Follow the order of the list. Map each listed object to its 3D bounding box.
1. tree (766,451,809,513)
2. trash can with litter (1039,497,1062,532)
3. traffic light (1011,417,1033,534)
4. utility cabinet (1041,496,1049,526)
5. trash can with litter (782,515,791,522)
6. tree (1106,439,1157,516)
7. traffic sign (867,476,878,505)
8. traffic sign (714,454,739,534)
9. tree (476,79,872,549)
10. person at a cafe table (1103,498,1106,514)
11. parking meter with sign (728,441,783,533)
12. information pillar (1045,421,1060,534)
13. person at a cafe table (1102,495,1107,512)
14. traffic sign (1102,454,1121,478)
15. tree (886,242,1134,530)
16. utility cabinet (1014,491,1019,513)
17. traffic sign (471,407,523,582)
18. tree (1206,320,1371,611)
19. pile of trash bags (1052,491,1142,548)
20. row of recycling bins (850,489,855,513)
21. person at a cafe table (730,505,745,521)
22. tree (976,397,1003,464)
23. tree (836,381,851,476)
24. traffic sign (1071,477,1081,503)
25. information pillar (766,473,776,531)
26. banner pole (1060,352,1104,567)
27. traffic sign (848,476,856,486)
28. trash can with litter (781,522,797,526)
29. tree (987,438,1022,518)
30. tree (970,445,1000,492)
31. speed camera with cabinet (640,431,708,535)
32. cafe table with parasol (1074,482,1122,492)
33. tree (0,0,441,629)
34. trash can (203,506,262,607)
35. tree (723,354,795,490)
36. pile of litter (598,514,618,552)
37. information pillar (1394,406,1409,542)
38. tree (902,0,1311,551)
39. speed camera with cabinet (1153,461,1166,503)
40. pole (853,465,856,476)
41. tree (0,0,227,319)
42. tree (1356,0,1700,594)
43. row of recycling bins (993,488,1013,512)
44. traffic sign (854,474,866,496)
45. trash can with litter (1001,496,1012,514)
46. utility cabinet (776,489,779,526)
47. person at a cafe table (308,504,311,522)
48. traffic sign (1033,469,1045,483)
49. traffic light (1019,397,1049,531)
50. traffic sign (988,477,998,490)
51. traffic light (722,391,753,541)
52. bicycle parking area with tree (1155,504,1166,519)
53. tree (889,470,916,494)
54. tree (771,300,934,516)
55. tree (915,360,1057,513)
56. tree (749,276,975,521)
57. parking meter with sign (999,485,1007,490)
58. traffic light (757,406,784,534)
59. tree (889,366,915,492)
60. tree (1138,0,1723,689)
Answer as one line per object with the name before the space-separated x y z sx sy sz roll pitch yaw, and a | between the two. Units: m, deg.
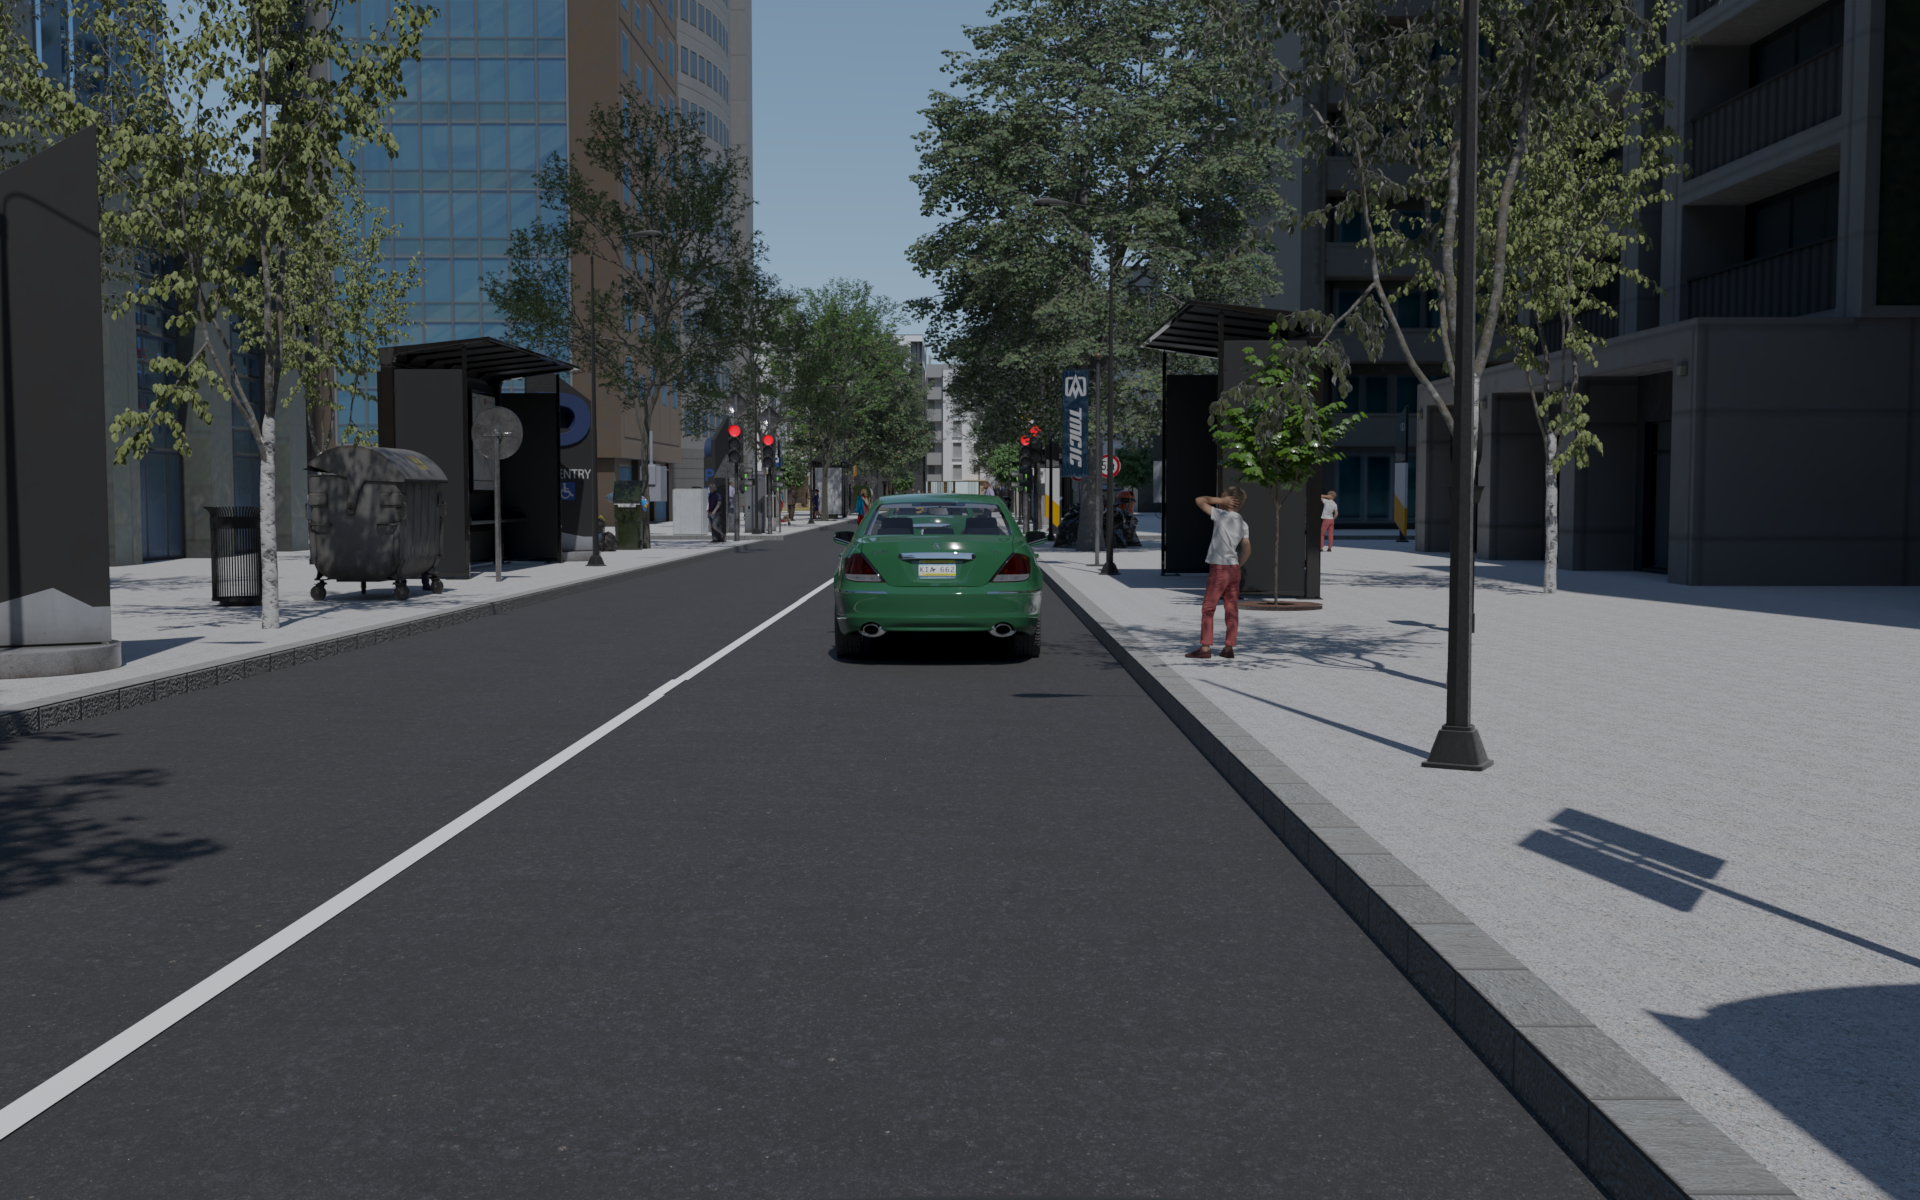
tree | -11.628 -8.211 117.957 4.285 4.588 4.351 0 3 0
trash can with litter | 3.562 -2.983 59.836 1.678 1.210 2.233 1 4 15
traffic light | 2.054 -4.039 54.966 0.839 4.253 0.868 0 4 0
utility cabinet | 3.632 -3.661 71.018 0.306 1.237 1.020 3 5 42
trash can with litter | -8.322 -4.181 79.749 1.055 1.170 0.624 -2 4 -25
tree | 10.105 -7.190 101.266 4.285 4.588 4.351 0 3 0
traffic sign | -6.258 -7.552 123.586 0.768 2.556 0.104 0 4 3
traffic sign | -7.578 -3.442 56.277 0.884 2.594 0.081 0 4 7
tree | -7.544 -6.463 40.075 8.767 10.594 7.601 1 4 21
person at a cafe table | 6.422 -4.732 85.887 1.622 1.524 1.698 1 4 10
parking meter with sign | -6.780 -3.729 57.222 1.738 3.016 0.543 0 4 0
information pillar | 2.962 -3.920 55.440 0.504 3.616 0.183 -1 4 -16
person at a cafe table | 6.456 -4.459 83.759 1.726 1.238 1.698 0 4 -6
traffic sign | 4.704 -3.353 54.934 0.768 2.556 0.104 0 4 8
tree | 2.561 -7.798 61.912 7.601 10.594 8.767 -3 4 -38
utility cabinet | 3.801 -6.464 114.359 0.318 1.500 1.173 0 4 8
traffic sign | -6.747 -1.538 25.246 0.768 2.556 0.104 0 4 4
tree | 3.510 -1.524 19.511 1.663 3.219 1.824 0 3 0
pile of trash bags | 3.619 -2.015 42.699 1.912 1.369 3.447 2 4 23
row of recycling bins | -7.524 -6.558 114.339 1.069 1.692 3.534 0 4 4
person at a cafe table | -10.258 -4.639 84.364 1.622 1.524 1.698 2 4 29
tree | 4.015 -13.586 147.890 9.928 11.665 9.643 0 3 0
tree | -6.441 -13.683 130.376 9.857 13.997 8.962 0 3 0
traffic sign | 4.749 -4.230 69.268 0.768 2.556 0.104 0 4 2
information pillar | -6.551 -3.393 59.973 0.304 2.012 0.304 1 4 13
banner pole | 2.210 -2.490 30.733 0.863 3.779 0.401 0 4 4
traffic sign | -7.516 -7.357 120.386 0.768 2.556 0.104 0 4 1
trash can with litter | -7.352 -3.627 70.366 1.678 1.210 2.233 3 4 39
tree | 3.111 -6.729 93.725 4.285 4.588 4.351 0 3 0
tree | 3.431 -14.948 194.761 4.360 8.622 3.978 0 3 0
speed camera with cabinet | -8.960 -3.670 54.344 2.038 3.252 0.660 1 4 12
cafe table with parasol | 7.414 -5.336 92.116 2.610 1.966 2.610 -1 4 -9
tree | -6.809 -4.033 16.300 4.737 8.622 4.395 0 3 0
trash can | -8.290 -0.506 19.923 0.748 1.137 0.748 0 3 0
tree | -10.345 -8.537 89.948 4.360 8.622 3.978 0 3 0
pile of litter | -8.297 -1.493 38.378 1.176 0.858 1.719 3 5 40
information pillar | 11.759 -3.349 46.111 0.183 3.616 0.504 -1 4 -20
tree | 2.889 -8.079 38.754 9.857 13.997 8.962 0 3 0
speed camera with cabinet | 5.918 -3.198 46.619 0.660 3.252 2.038 2 4 35
pole | -7.372 -7.813 121.577 0.158 3.312 0.155 0 3 0
tree | -11.573 -4.332 21.183 4.360 8.622 3.978 0 3 0
tree | 7.384 -4.383 22.017 4.737 8.622 4.395 0 3 0
row of recycling bins | 3.629 -7.087 122.980 3.534 1.692 1.069 3 5 42
traffic sign | -6.366 -6.719 109.955 0.768 2.556 0.104 0 4 3
trash can with litter | 2.365 -4.766 89.312 0.624 1.170 1.055 1 4 11
utility cabinet | -7.359 -3.611 67.722 0.318 1.500 1.173 1 4 10
person at a cafe table | -23.061 -3.285 62.229 1.698 1.524 1.622 0 4 -3
traffic sign | 3.144 -4.092 69.040 0.606 2.300 0.079 0 4 1
traffic light | 2.032 -3.551 46.981 0.839 4.253 0.868 0 4 0
traffic sign | 2.422 -7.704 126.063 0.768 2.556 0.104 0 4 7
traffic light | -6.049 -3.551 46.987 0.839 4.253 0.868 0 4 0
bicycle parking area with tree | 14.396 -6.307 90.119 9.016 4.147 8.231 3 4 38
tree | -6.788 -13.383 202.519 4.285 4.588 4.351 0 3 0
tree | -6.783 -11.347 102.533 9.611 12.733 9.660 0 3 0
tree | 3.600 -12.641 117.043 12.009 13.543 11.850 0 3 0
tree | -6.220 -9.527 81.516 9.928 11.665 9.643 0 3 0
parking meter with sign | 3.249 -8.038 127.686 0.543 3.016 1.738 3 5 42
traffic light | -6.027 -4.040 54.972 0.839 4.253 0.868 0 4 0
tree | -6.418 -15.396 162.090 12.009 13.543 11.850 0 3 0
tree | 3.251 -3.731 11.365 4.360 8.622 3.978 0 3 0
